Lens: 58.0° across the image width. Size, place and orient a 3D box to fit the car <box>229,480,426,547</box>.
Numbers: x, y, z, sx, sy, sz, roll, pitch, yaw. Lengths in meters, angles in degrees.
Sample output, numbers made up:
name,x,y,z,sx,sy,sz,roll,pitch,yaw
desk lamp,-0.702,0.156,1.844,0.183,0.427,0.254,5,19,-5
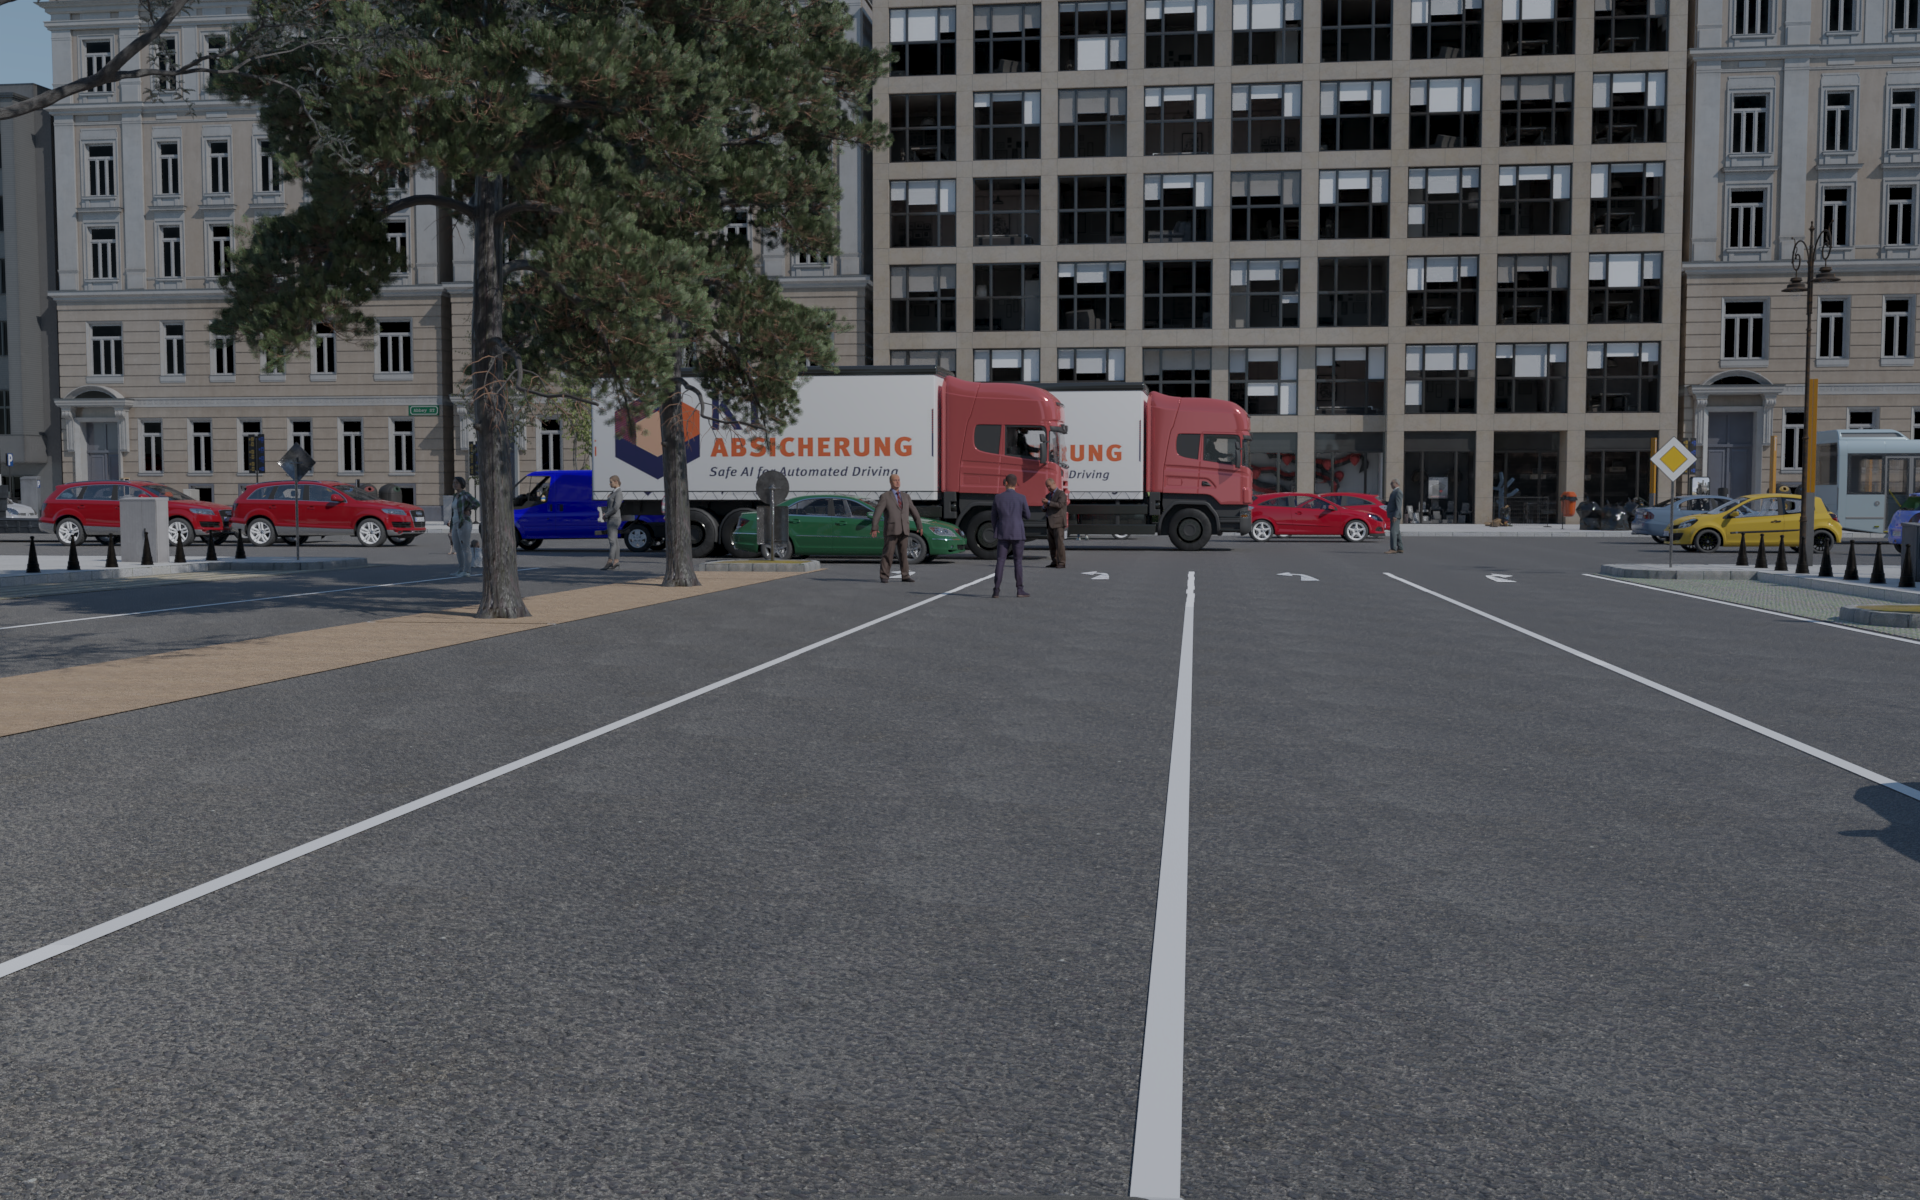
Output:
name,x,y,z,sx,sy,sz,roll,pitch,yaw
car,-17.358,-2.387,47.701,5.304,1.827,2.281,0,4,7

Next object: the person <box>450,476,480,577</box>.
name,x,y,z,sx,sy,sz,roll,pitch,yaw
person,-8.622,-1.273,30.034,0.376,1.734,0.841,-3,4,-35

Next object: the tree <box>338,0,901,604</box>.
name,x,y,z,sx,sy,sz,roll,pitch,yaw
tree,-4.426,-6.235,26.463,6.751,12.117,7.091,0,3,0

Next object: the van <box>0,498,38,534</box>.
name,x,y,z,sx,sy,sz,roll,pitch,yaw
van,-36.030,-3.458,63.556,4.112,2.044,2.013,0,4,8

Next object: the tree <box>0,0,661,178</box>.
name,x,y,z,sx,sy,sz,roll,pitch,yaw
tree,-6.838,-5.954,10.178,12.009,13.543,11.850,0,3,0

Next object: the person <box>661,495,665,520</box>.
name,x,y,z,sx,sy,sz,roll,pitch,yaw
person,-5.848,-1.605,35.572,0.563,1.720,0.643,0,4,-8

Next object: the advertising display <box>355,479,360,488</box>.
name,x,y,z,sx,sy,sz,roll,pitch,yaw
advertising display,-25.921,-4.243,74.580,0.123,1.923,0.974,-1,4,-22

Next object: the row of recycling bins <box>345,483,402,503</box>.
name,x,y,z,sx,sy,sz,roll,pitch,yaw
row of recycling bins,-23.534,-3.691,67.463,3.534,1.692,1.069,-3,5,-41

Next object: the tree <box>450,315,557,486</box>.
name,x,y,z,sx,sy,sz,roll,pitch,yaw
tree,-18.251,-7.234,68.642,4.360,8.622,3.978,0,3,0

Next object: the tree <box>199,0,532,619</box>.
name,x,y,z,sx,sy,sz,roll,pitch,yaw
tree,-5.392,-5.821,19.692,6.751,12.117,7.091,0,3,0

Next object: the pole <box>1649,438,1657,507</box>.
name,x,y,z,sx,sy,sz,roll,pitch,yaw
pole,25.148,-4.221,62.864,0.158,3.312,0.155,0,3,0

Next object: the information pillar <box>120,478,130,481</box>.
name,x,y,z,sx,sy,sz,roll,pitch,yaw
information pillar,-38.030,-4.551,78.906,0.304,2.012,0.304,2,4,28

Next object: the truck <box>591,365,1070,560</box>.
name,x,y,z,sx,sy,sz,roll,pitch,yaw
truck,-2.547,-3.069,39.093,11.283,4.237,2.839,1,4,9

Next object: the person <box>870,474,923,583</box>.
name,x,y,z,sx,sy,sz,roll,pitch,yaw
person,-1.004,-1.163,28.075,0.990,1.755,0.434,-2,4,-28

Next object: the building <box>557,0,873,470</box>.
name,x,y,z,sx,sy,sz,roll,pitch,yaw
building,-12.964,-18.234,84.033,20.117,28.700,13.634,0,4,8

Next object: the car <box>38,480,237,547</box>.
name,x,y,z,sx,sy,sz,roll,pitch,yaw
car,-22.798,-2.417,48.197,5.304,1.827,2.281,0,4,6

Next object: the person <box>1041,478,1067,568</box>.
name,x,y,z,sx,sy,sz,roll,pitch,yaw
person,1.804,-1.491,33.572,0.565,1.739,0.600,2,4,27

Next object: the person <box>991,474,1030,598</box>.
name,x,y,z,sx,sy,sz,roll,pitch,yaw
person,0.705,-0.891,23.990,0.541,1.710,0.530,1,4,21

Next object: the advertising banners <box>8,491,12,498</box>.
name,x,y,z,sx,sy,sz,roll,pitch,yaw
advertising banners,-42.154,-4.895,76.229,2.074,3.025,0.090,3,5,43

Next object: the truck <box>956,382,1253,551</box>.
name,x,y,z,sx,sy,sz,roll,pitch,yaw
truck,2.551,-3.422,44.864,11.283,4.237,2.839,1,4,9

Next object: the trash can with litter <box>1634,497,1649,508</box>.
name,x,y,z,sx,sy,sz,roll,pitch,yaw
trash can with litter,25.348,-3.217,63.989,1.055,1.170,0.624,-1,4,-12

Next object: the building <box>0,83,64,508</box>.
name,x,y,z,sx,sy,sz,roll,pitch,yaw
building,-57.665,-16.626,90.907,30.058,24.678,14.314,0,4,8

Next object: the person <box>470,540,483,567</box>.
name,x,y,z,sx,sy,sz,roll,pitch,yaw
person,-9.474,-0.911,33.867,0.381,0.543,0.357,-2,4,-29

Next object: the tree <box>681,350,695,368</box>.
name,x,y,z,sx,sy,sz,roll,pitch,yaw
tree,-11.568,-7.265,69.147,4.360,8.622,3.978,0,3,0

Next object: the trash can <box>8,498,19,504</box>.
name,x,y,z,sx,sy,sz,roll,pitch,yaw
trash can,-39.297,-3.669,71.640,0.748,1.137,0.748,0,3,0

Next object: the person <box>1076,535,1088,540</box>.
name,x,y,z,sx,sy,sz,roll,pitch,yaw
person,3.766,-2.725,53.646,0.593,1.750,0.643,0,4,-2

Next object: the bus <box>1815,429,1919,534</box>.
name,x,y,z,sx,sy,sz,roll,pitch,yaw
bus,31.609,-3.325,49.216,13.247,3.499,2.948,1,4,9

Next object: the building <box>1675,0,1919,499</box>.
name,x,y,z,sx,sy,sz,roll,pitch,yaw
building,40.856,-17.809,77.087,20.117,28.700,13.634,0,4,8

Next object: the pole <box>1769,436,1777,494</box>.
name,x,y,z,sx,sy,sz,roll,pitch,yaw
pole,28.437,-4.084,60.617,0.158,3.312,0.155,0,3,0

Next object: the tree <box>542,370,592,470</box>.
name,x,y,z,sx,sy,sz,roll,pitch,yaw
tree,-16.003,-7.526,73.413,4.737,8.622,4.395,0,3,0

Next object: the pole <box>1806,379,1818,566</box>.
name,x,y,z,sx,sy,sz,roll,pitch,yaw
pole,15.088,-2.257,30.749,0.158,3.312,0.155,0,3,0

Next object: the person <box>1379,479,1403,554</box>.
name,x,y,z,sx,sy,sz,roll,pitch,yaw
person,10.412,-2.023,41.756,0.590,1.801,0.661,0,4,5

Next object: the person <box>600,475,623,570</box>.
name,x,y,z,sx,sy,sz,roll,pitch,yaw
person,-6.648,-1.471,32.822,0.573,1.790,0.520,-3,4,-38

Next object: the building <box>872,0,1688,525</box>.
name,x,y,z,sx,sy,sz,roll,pitch,yaw
building,14.316,-17.054,83.342,34.151,26.468,19.350,0,4,8

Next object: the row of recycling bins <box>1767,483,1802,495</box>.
name,x,y,z,sx,sy,sz,roll,pitch,yaw
row of recycling bins,31.929,-3.506,64.439,3.534,1.692,1.069,2,4,26

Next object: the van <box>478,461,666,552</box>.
name,x,y,z,sx,sy,sz,roll,pitch,yaw
van,-9.445,-2.398,43.595,5.245,2.365,2.240,0,4,7

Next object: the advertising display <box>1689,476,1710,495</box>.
name,x,y,z,sx,sy,sz,roll,pitch,yaw
advertising display,27.067,-3.559,63.407,0.974,1.923,0.123,-2,4,-28

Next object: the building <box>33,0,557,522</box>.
name,x,y,z,sx,sy,sz,roll,pitch,yaw
building,-32.805,-18.441,87.417,20.117,28.700,13.634,0,4,8

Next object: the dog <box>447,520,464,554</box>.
name,x,y,z,sx,sy,sz,roll,pitch,yaw
dog,-11.889,-1.501,41.377,0.800,0.831,0.513,-2,4,-28

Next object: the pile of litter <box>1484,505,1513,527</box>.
name,x,y,z,sx,sy,sz,roll,pitch,yaw
pile of litter,21.394,-3.352,68.778,1.176,0.858,1.719,2,4,27

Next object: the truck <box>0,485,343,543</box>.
name,x,y,z,sx,sy,sz,roll,pitch,yaw
truck,-28.172,-3.822,52.247,18.799,4.110,2.967,0,4,6
